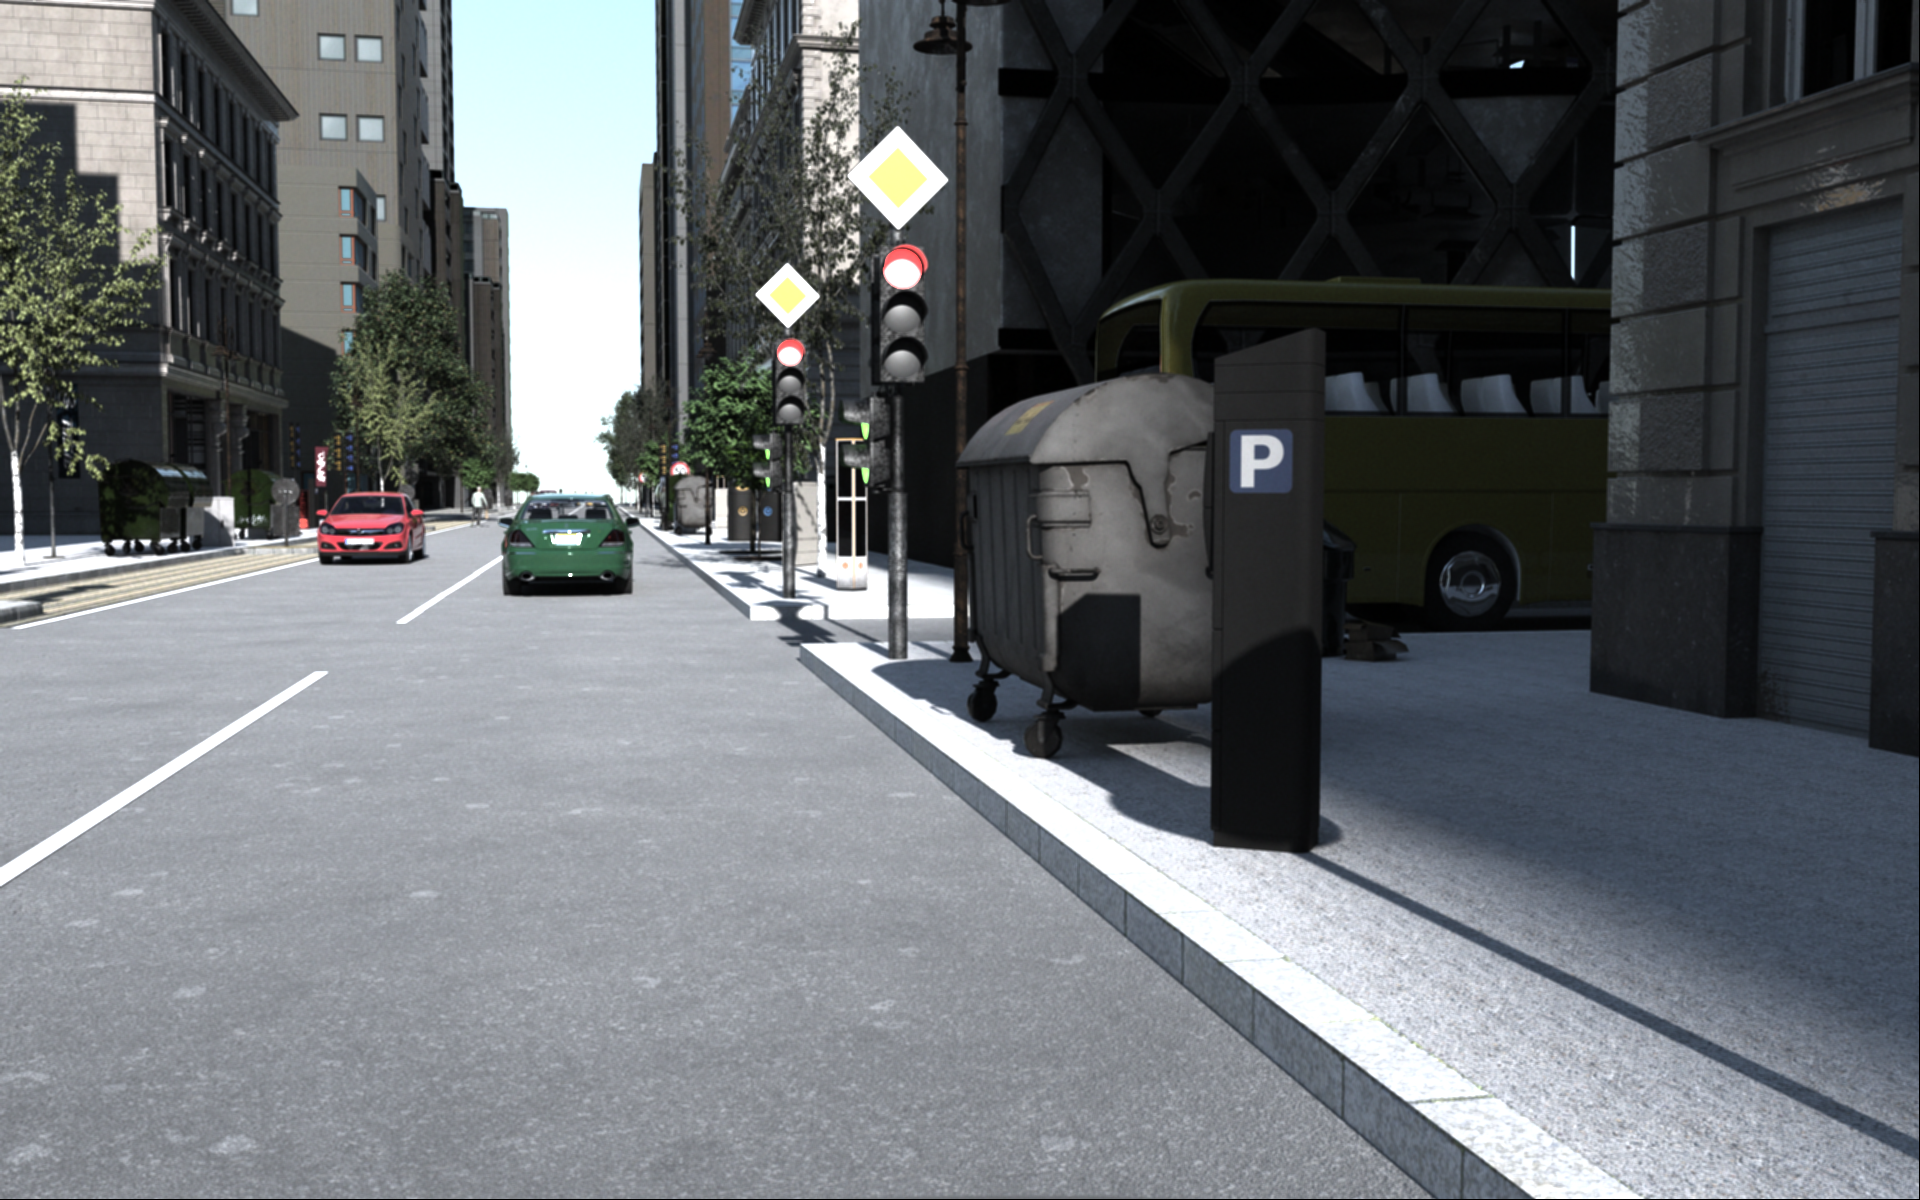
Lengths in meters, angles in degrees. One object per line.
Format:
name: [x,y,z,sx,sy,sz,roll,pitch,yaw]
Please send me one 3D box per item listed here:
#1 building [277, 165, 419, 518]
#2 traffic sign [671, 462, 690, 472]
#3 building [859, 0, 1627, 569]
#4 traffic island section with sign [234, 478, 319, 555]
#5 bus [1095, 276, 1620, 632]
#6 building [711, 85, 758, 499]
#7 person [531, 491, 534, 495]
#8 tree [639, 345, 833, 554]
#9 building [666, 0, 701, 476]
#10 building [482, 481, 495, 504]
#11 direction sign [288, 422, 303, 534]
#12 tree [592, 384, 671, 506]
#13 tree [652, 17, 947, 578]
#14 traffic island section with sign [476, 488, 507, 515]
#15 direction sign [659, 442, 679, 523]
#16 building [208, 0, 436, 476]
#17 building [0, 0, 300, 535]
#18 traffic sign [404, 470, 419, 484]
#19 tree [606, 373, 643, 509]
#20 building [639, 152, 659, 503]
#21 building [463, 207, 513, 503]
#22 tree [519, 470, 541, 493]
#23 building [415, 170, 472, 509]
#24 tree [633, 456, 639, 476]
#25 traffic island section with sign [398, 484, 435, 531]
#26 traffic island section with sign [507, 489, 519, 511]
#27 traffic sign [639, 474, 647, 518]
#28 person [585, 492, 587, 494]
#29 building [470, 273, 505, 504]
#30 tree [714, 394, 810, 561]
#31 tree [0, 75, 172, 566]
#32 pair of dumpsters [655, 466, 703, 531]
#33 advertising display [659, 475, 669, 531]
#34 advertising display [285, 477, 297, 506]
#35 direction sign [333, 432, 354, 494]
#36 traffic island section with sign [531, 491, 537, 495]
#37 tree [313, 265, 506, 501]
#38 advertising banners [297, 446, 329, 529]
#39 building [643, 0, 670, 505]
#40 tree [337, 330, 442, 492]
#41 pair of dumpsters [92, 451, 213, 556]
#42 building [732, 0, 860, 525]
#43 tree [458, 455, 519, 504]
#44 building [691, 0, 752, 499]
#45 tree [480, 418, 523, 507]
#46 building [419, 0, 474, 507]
building: [-48.355,-15.796,103.303,27.650,21.520,28.899,-1,4,-12]
traffic sign: [-10.965,-4.150,67.951,0.768,2.556,0.104,0,4,-2]
building: [7.567,-10.141,33.255,16.811,18.784,16.820,-1,4,-12]
traffic island section with sign: [-16.282,-2.028,41.784,1.989,1.847,2.006,-1,4,-12]
bus: [7.705,-1.691,19.197,12.252,3.916,2.896,-1,4,-12]
building: [-4.800,-14.892,85.289,13.314,21.916,24.055,-1,4,-12]
person: [-46.022,-10.859,186.732,0.721,1.739,1.217,3,5,44]
tree: [-4.483,-3.291,37.514,4.285,4.588,4.351,0,3,0]
building: [-11.429,-35.997,130.556,21.231,58.520,28.212,-1,4,-12]
building: [-72.495,-31.386,205.047,32.217,40.220,23.993,-1,4,-12]
direction sign: [-21.129,-3.857,55.057,0.379,3.537,0.876,0,3,0]
tree: [-33.564,-16.149,181.042,9.611,12.733,9.660,0,3,0]
tree: [-2.365,-4.650,26.390,4.360,8.622,3.978,0,3,0]
traffic island section with sign: [-31.911,-6.645,117.271,1.989,1.847,2.006,-1,4,-12]
direction sign: [-12.752,-5.132,75.908,0.876,3.537,0.379,-2,4,-25]
building: [-54.709,-33.061,129.778,28.713,52.752,27.495,-1,4,-12]
building: [-29.644,-12.453,54.517,10.553,20.767,40.483,-1,4,-12]
traffic sign: [-29.341,-5.663,92.688,0.768,2.556,0.104,0,4,-3]
tree: [-18.386,-9.286,102.187,4.360,8.622,3.978,0,3,0]
building: [-33.786,-37.867,242.824,21.300,48.544,21.600,-1,4,-12]
building: [-69.651,-33.993,239.386,14.154,41.232,14.086,-1,4,-12]
tree: [-56.176,-14.382,218.862,4.285,4.588,4.351,0,3,0]
building: [-51.345,-23.299,152.647,14.160,30.474,14.107,-1,4,-12]
tree: [-15.236,-6.502,90.027,4.285,4.588,4.351,0,3,0]
traffic island section with sign: [-21.753,-3.642,68.180,1.989,1.847,2.006,-1,4,-12]
traffic island section with sign: [-37.371,-8.259,143.669,1.989,1.847,2.006,-1,4,-12]
traffic sign: [-16.886,-5.693,93.185,0.768,2.556,0.104,0,4,-7]
person: [-43.023,-11.647,199.723,1.217,1.735,0.721,3,5,43]
building: [-67.185,-27.777,225.856,14.160,30.474,14.107,-1,4,-12]
tree: [-4.035,-2.395,33.757,1.663,3.219,1.824,0,3,0]
tree: [-16.605,-4.912,30.668,4.737,8.622,4.395,0,3,0]
pair of dumpsters: [-10.185,-3.689,62.815,1.574,2.255,4.437,-1,4,-12]
advertising display: [-10.234,-3.347,59.945,0.123,1.923,0.974,-1,4,-22]
advertising display: [-25.712,-3.754,66.589,0.123,1.923,0.974,0,4,1]
direction sign: [-22.597,-4.377,63.569,0.876,3.537,0.379,1,4,20]
traffic island section with sign: [-48.576,-11.567,197.741,1.989,1.847,2.006,-1,4,-12]
tree: [-27.700,-10.401,87.064,9.611,12.733,9.660,0,3,0]
advertising banners: [-23.911,-4.076,62.828,2.074,3.025,0.090,-3,4,-36]
building: [-30.229,-47.896,221.356,20.563,71.187,20.611,-1,4,-12]
tree: [-26.016,-7.838,78.513,4.737,8.622,4.395,0,3,0]
pair of dumpsters: [-17.551,-2.155,37.730,1.574,2.255,4.437,-1,4,-12]
building: [-1.968,-14.344,63.403,11.050,23.489,19.941,-1,4,-12]
tree: [-38.280,-9.394,137.312,4.285,4.588,4.351,0,3,0]
building: [-9.523,-28.074,109.117,14.600,45.320,14.200,-1,4,-12]
tree: [-44.789,-13.300,167.819,4.360,8.622,3.978,0,3,0]
building: [-62.074,-45.557,183.100,20.563,71.187,20.611,-1,4,-12]
